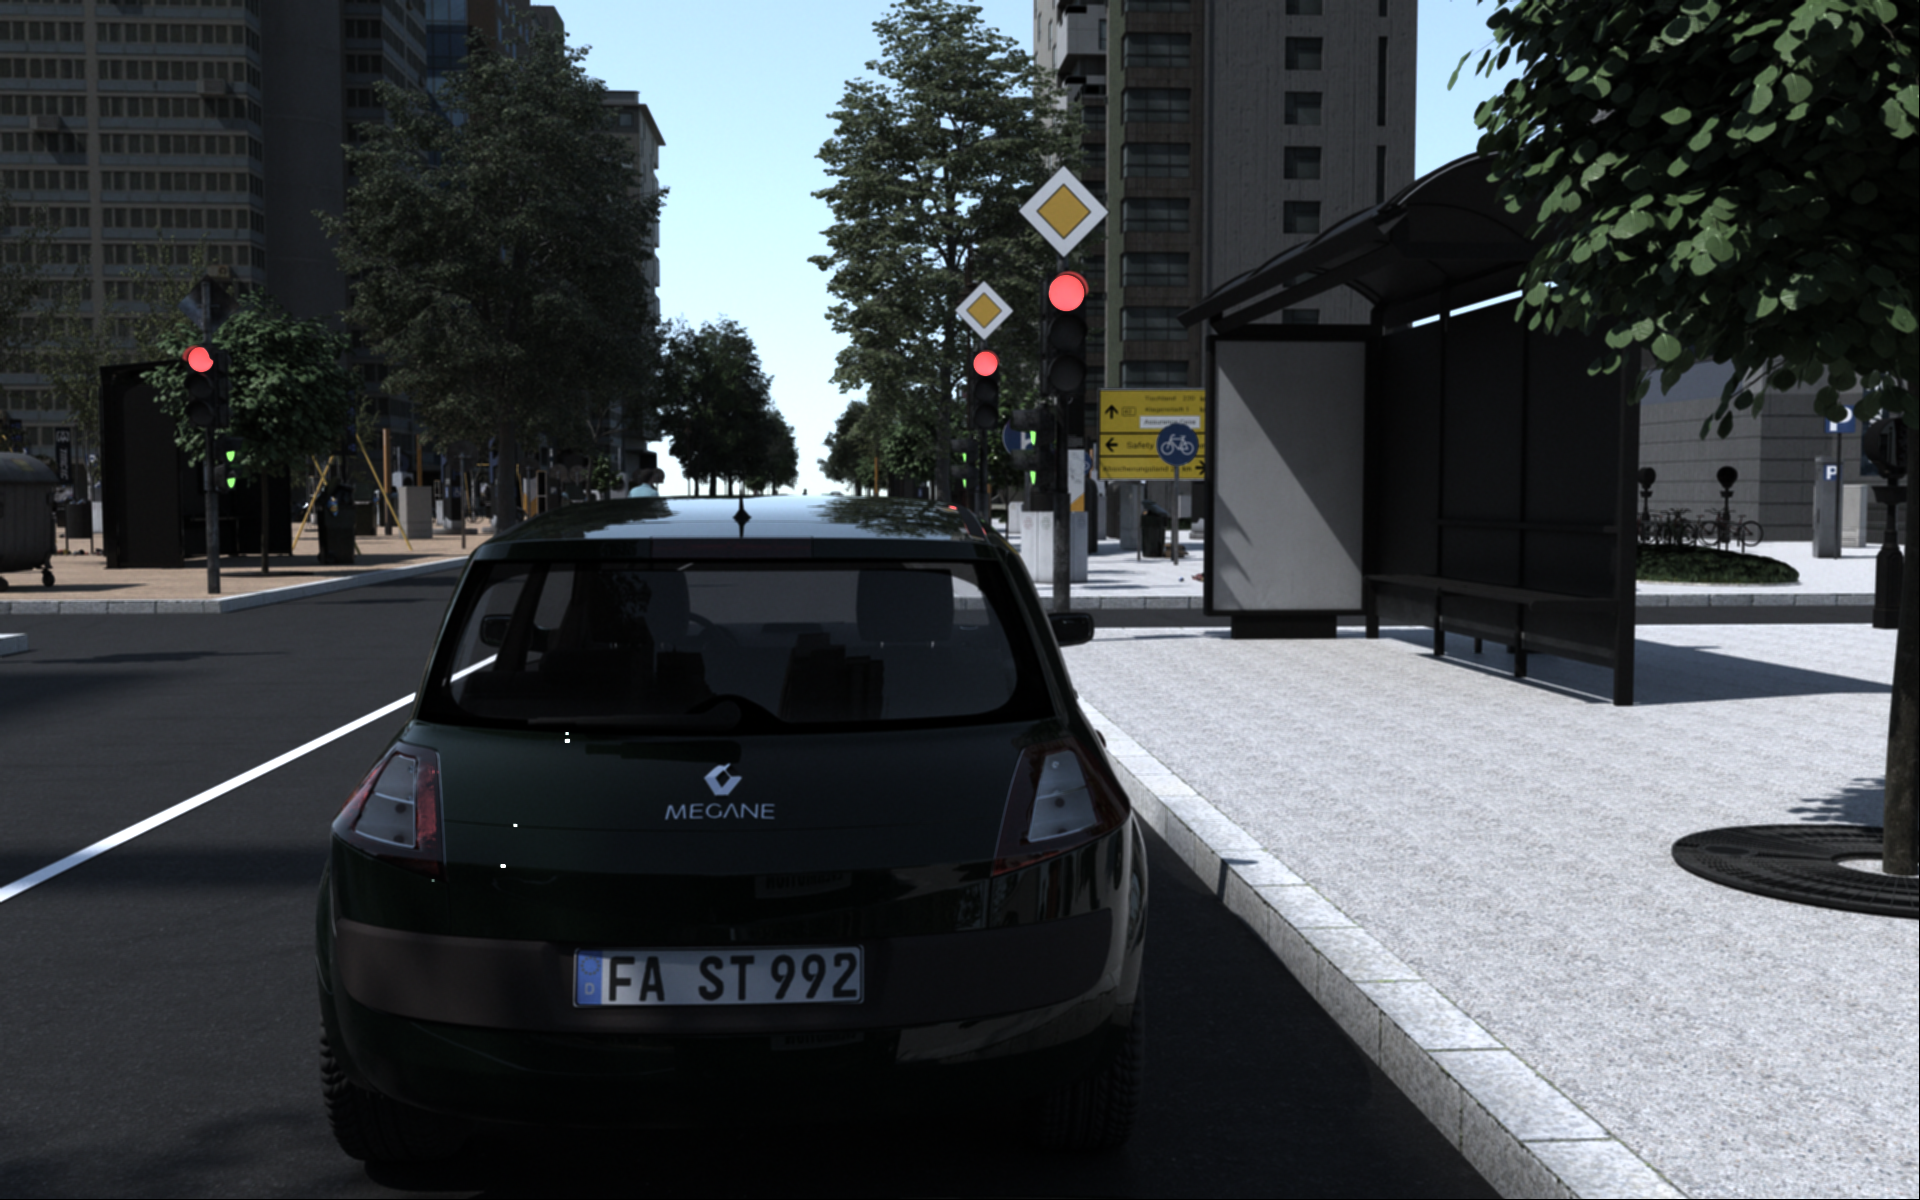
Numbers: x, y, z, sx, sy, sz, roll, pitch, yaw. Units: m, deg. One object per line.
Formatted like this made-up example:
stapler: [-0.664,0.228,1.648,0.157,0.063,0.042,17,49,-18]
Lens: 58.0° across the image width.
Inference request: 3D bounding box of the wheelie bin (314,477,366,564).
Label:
wheelie bin: [-11.467,-1.466,31.869,0.693,1.594,0.980,-2,4,-32]

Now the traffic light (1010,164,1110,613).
traffic light: [0.864,-1.592,14.945,0.839,4.253,0.868,0,4,-4]

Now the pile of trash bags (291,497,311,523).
pile of trash bags: [-31.160,-4.245,79.153,3.447,1.369,1.912,1,4,22]

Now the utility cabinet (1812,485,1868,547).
utility cabinet: [21.178,-2.020,41.700,0.318,1.500,1.173,-2,4,-31]

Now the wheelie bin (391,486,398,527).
wheelie bin: [-22.582,-3.706,68.493,0.980,1.594,0.693,0,4,1]

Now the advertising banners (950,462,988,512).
advertising banners: [0.100,-3.634,55.604,2.074,3.025,0.090,-3,5,-42]

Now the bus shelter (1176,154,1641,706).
bus shelter: [3.129,-1.153,12.783,2.014,3.302,5.546,0,4,-4]

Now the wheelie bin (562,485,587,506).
wheelie bin: [-14.074,-3.369,62.998,0.980,1.594,0.693,-3,4,-37]

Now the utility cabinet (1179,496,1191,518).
utility cabinet: [9.761,-3.907,75.041,1.020,1.237,0.306,-3,5,-43]

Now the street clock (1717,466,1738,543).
street clock: [20.043,-2.490,45.288,0.471,2.002,0.358,2,4,34]

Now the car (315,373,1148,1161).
car: [-0.534,0.283,5.153,2.009,1.686,4.222,0,4,-3]

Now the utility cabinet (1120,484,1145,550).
utility cabinet: [3.982,-1.914,39.981,0.318,1.500,1.173,0,4,-8]

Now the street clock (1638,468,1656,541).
street clock: [18.740,-2.615,47.320,0.471,2.002,0.358,-2,4,-29]

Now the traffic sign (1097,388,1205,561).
traffic sign: [3.767,-2.406,33.216,2.265,3.308,0.079,0,4,3]

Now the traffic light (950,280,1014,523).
traffic light: [0.295,-2.079,22.910,0.839,4.253,0.868,0,4,-4]

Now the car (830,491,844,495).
car: [-17.815,-14.659,248.343,2.281,1.827,5.304,0,4,-5]

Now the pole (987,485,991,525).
pole: [1.087,-4.401,65.807,0.158,3.312,0.155,0,3,0]

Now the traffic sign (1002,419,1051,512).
traffic sign: [1.040,-1.635,26.835,0.768,2.556,0.104,0,4,1]

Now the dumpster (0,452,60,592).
dumpster: [-13.069,-1.065,23.180,1.264,1.857,1.865,0,4,-4]

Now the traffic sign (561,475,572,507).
traffic sign: [-18.636,-4.962,81.134,0.884,2.594,0.081,0,4,4]

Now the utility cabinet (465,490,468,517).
utility cabinet: [-27.581,-5.318,95.635,0.318,1.500,1.173,-3,5,-40]

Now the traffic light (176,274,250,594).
traffic light: [-9.590,-2.035,22.192,0.839,4.253,0.868,0,4,-4]

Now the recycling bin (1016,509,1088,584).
recycling bin: [1.366,-0.767,25.101,0.722,1.027,0.722,3,5,45]

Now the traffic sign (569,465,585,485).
traffic sign: [-16.864,-4.665,76.381,0.768,2.556,0.104,0,4,1]

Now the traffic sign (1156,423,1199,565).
traffic sign: [3.905,-1.903,31.227,0.768,2.556,0.104,0,4,-2]

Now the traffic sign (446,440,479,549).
traffic sign: [-11.665,-2.479,40.636,0.768,2.556,0.104,0,4,-1]

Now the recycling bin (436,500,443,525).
recycling bin: [-21.057,-3.591,71.262,0.722,1.027,0.722,1,4,11]

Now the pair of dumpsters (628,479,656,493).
pair of dumpsters: [-17.088,-5.488,92.226,1.574,2.255,4.437,0,4,-4]

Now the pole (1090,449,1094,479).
pole: [6.005,-5.194,78.769,0.158,3.312,0.155,0,3,0]

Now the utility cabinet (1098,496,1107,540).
utility cabinet: [3.676,-2.267,48.229,0.306,1.237,1.020,3,5,39]

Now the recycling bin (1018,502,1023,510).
recycling bin: [2.028,-1.909,43.774,0.722,1.027,0.722,3,5,40]

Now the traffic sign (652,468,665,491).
traffic sign: [-14.749,-5.151,84.331,0.768,2.556,0.104,0,4,3]

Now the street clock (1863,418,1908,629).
street clock: [8.859,-0.728,16.477,0.471,2.002,0.358,0,4,-6]

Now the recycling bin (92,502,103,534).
recycling bin: [-27.771,-2.685,56.457,0.722,1.027,0.722,1,4,21]

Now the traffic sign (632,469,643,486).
traffic sign: [-16.271,-5.372,87.942,0.768,2.556,0.104,0,4,1]

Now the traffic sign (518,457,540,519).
traffic sign: [-14.743,-3.617,59.237,0.768,2.556,0.104,0,4,-1]

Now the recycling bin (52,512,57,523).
recycling bin: [-40.495,-3.941,76.982,0.722,1.027,0.722,-3,5,-40]

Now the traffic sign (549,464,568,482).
traffic sign: [-16.861,-4.444,72.765,0.768,2.556,0.104,0,4,-1]

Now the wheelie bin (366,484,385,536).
wheelie bin: [-18.234,-2.759,53.023,0.980,1.594,0.693,0,4,-2]

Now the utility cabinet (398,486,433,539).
utility cabinet: [-15.476,-2.478,49.194,0.318,1.500,1.173,1,4,18]

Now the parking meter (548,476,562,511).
parking meter: [-13.280,-3.125,56.806,0.399,1.863,0.255,0,4,2]

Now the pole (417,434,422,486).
pole: [-18.470,-3.999,59.224,0.158,3.312,0.155,0,3,0]

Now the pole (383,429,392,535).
pole: [-17.884,-3.686,54.101,0.158,3.312,0.155,0,3,0]

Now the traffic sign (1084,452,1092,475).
traffic sign: [3.449,-3.069,50.286,0.768,2.556,0.104,0,4,2]

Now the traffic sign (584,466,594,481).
traffic sign: [-16.490,-4.717,77.235,0.768,2.556,0.104,0,4,-1]

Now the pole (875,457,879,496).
pole: [-4.599,-6.235,95.781,0.158,3.312,0.155,0,3,0]

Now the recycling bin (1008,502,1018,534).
recycling bin: [2.022,-2.666,56.140,0.722,1.027,0.722,2,4,24]
